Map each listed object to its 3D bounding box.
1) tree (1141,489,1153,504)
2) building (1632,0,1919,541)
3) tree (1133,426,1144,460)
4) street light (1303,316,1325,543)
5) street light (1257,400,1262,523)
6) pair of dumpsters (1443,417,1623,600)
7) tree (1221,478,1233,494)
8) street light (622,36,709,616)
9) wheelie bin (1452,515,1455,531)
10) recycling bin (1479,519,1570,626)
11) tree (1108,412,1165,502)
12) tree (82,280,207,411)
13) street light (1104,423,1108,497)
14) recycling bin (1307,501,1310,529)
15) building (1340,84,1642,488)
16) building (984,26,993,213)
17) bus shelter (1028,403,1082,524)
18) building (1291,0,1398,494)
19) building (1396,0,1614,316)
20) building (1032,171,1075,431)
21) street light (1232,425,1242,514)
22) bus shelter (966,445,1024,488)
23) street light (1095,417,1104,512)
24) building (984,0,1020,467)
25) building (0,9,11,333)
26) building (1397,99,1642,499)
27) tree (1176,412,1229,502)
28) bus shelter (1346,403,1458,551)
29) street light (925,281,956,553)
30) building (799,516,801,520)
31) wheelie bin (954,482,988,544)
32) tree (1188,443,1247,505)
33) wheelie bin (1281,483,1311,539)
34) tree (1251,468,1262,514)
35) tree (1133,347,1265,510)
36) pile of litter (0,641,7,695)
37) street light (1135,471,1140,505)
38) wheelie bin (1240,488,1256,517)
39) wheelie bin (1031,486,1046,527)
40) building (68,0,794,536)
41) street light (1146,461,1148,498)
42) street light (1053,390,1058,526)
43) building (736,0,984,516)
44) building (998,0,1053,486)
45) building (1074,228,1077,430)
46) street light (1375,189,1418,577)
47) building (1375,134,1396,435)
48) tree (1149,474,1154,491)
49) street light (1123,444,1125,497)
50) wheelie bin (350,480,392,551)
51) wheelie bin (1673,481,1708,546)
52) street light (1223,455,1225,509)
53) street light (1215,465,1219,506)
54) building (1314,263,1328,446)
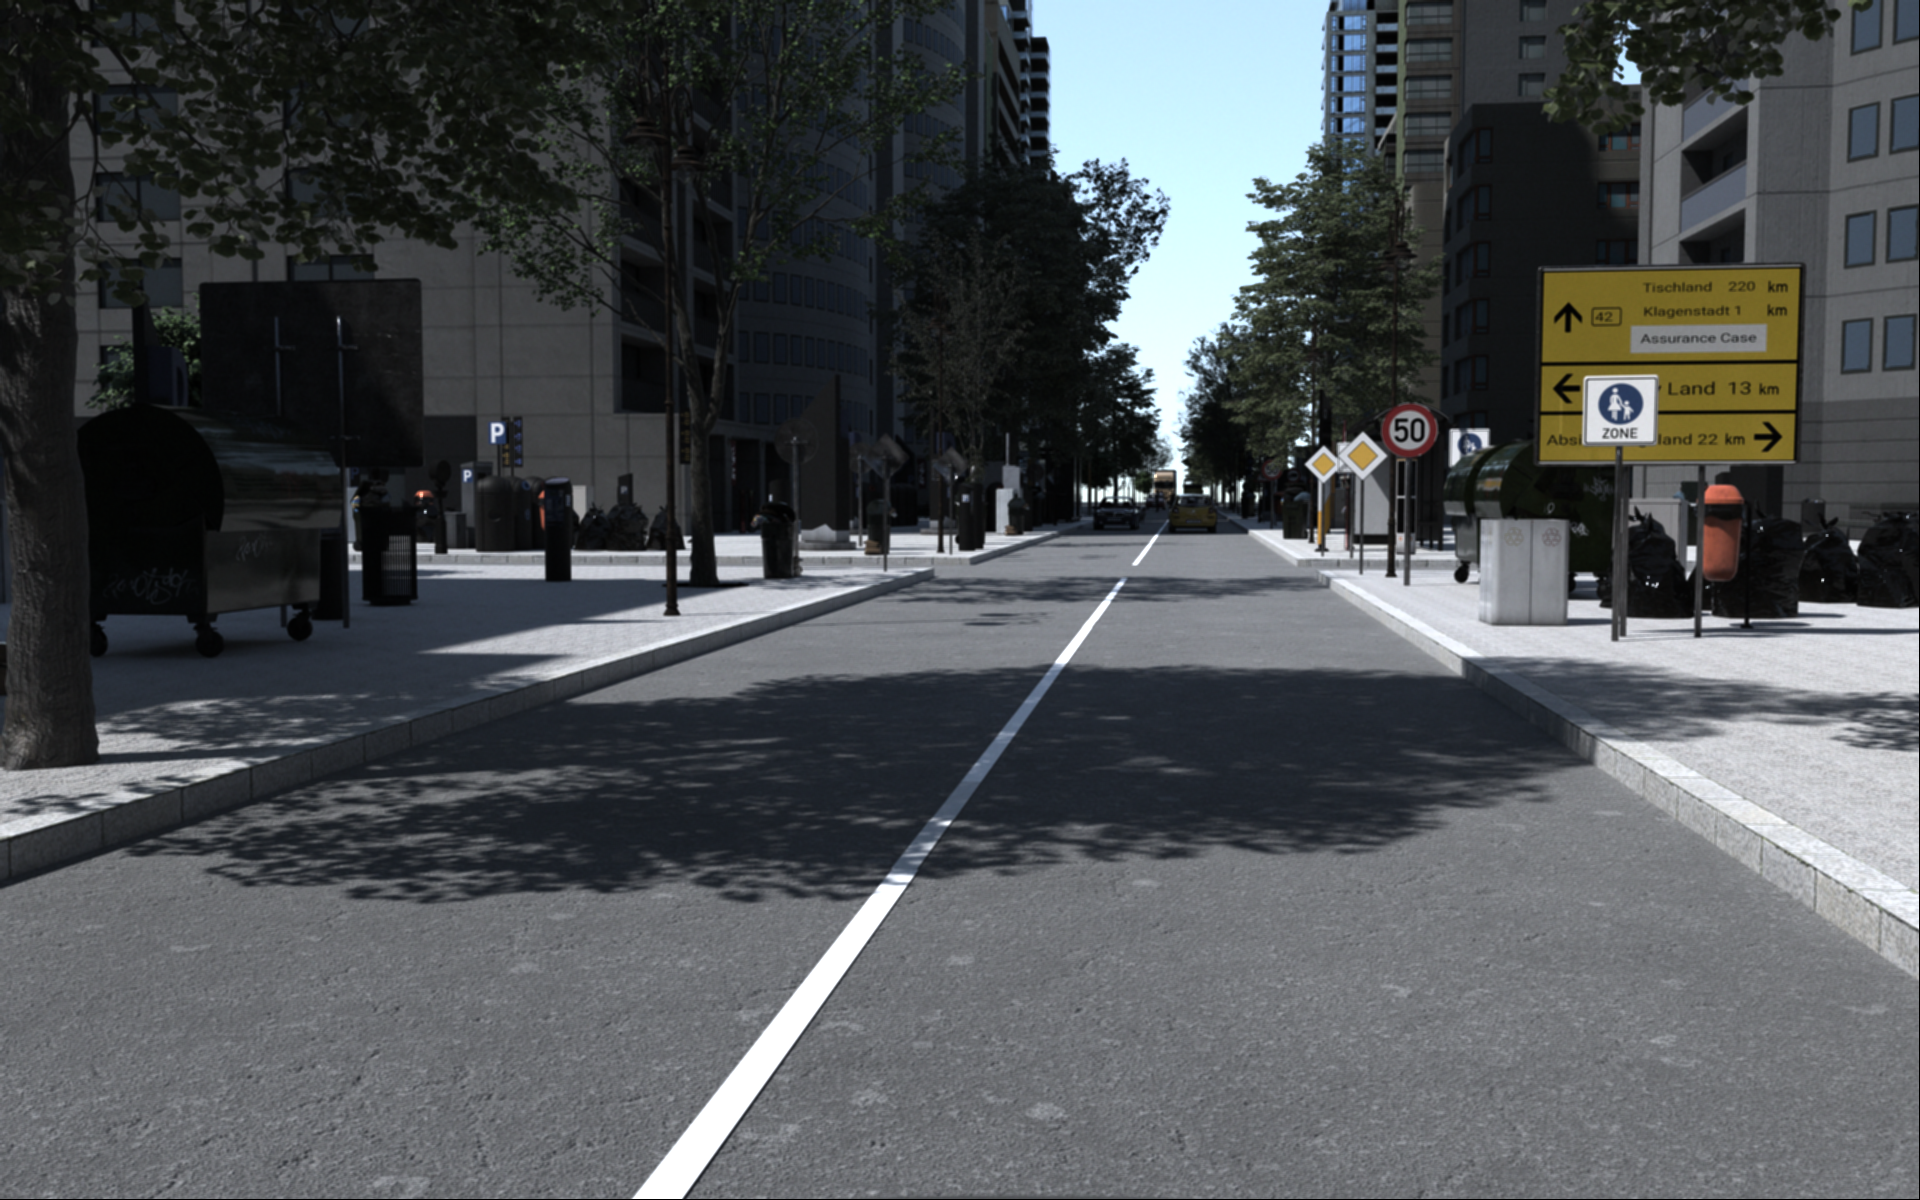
[{"bbox_3d":[25.548,-14.772,236.116,1.663,3.219,1.824,0,3,0],"label":"tree"},{"bbox_3d":[37.580,-31.174,51.692,28.212,58.520,21.231,0,4,7],"label":"building"},{"bbox_3d":[15.949,-13.175,165.779,4.360,8.622,3.978,0,3,0],"label":"tree"},{"bbox_3d":[9.218,-4.431,45.227,0.468,5.910,1.993,0,4,7],"label":"street light"},{"bbox_3d":[13.449,-6.411,77.609,0.468,5.910,1.993,0,4,7],"label":"street light"},{"bbox_3d":[7.511,-1.247,22.881,1.574,2.255,4.437,0,4,7],"label":"pair of dumpsters"},{"bbox_3d":[27.936,-11.351,180.192,1.663,3.219,1.824,0,3,0],"label":"tree"},{"bbox_3d":[-3.046,-2.774,18.139,0.468,5.910,1.993,0,4,7],"label":"street light"},{"bbox_3d":[17.367,-3.176,59.829,0.980,1.594,0.693,1,4,16],"label":"wheelie bin"},{"bbox_3d":[5.580,-0.282,17.158,0.722,1.027,0.722,0,4,6],"label":"recycling bin"},{"bbox_3d":[18.540,-15.495,187.758,7.601,10.594,8.767,-1,4,-10],"label":"tree"},{"bbox_3d":[-11.670,-2.635,26.791,4.285,4.588,4.351,0,3,0],"label":"tree"},{"bbox_3d":[9.417,-8.570,112.909,0.468,5.910,1.993,0,4,7],"label":"street light"},{"bbox_3d":[12.599,-3.154,64.128,0.722,1.027,0.722,2,4,29],"label":"recycling bin"},{"bbox_3d":[51.905,-28.542,158.537,32.217,40.220,23.993,0,4,7],"label":"building"},{"bbox_3d":[-4.964,-28.403,147.983,14.154,41.232,14.086,0,4,7],"label":"building"},{"bbox_3d":[4.396,-6.171,78.536,2.179,5.291,8.768,0,4,7],"label":"bus shelter"},{"bbox_3d":[55.635,-55.764,224.415,22.319,86.520,31.000,0,4,7],"label":"building"},{"bbox_3d":[38.774,-27.092,126.541,14.154,41.232,14.086,0,4,7],"label":"building"},{"bbox_3d":[8.800,-36.341,244.280,14.600,45.320,14.200,0,4,7],"label":"building"},{"bbox_3d":[17.632,-8.364,109.542,0.468,5.910,1.993,0,4,7],"label":"street light"},{"bbox_3d":[1.415,-4.799,72.385,2.014,3.302,5.546,0,4,7],"label":"bus shelter"},{"bbox_3d":[8.075,-7.926,102.378,0.468,5.910,1.993,0,4,7],"label":"street light"},{"bbox_3d":[-5.860,-33.185,166.275,21.300,48.544,21.600,0,4,7],"label":"building"},{"bbox_3d":[-55.071,-23.119,69.879,23.993,40.220,32.217,0,4,7],"label":"building"},{"bbox_3d":[38.252,-14.955,89.557,27.650,21.520,28.899,0,4,7],"label":"building"},{"bbox_3d":[36.728,-21.175,252.872,9.857,13.997,8.962,0,3,0],"label":"tree"},{"bbox_3d":[10.402,-2.900,41.340,2.014,3.302,5.546,0,4,7],"label":"bus shelter"},{"bbox_3d":[-0.422,-3.973,37.747,0.468,5.910,1.993,0,4,7],"label":"street light"},{"bbox_3d":[-15.731,-33.809,94.783,21.231,58.520,28.212,0,4,7],"label":"building"},{"bbox_3d":[0.279,-2.235,44.446,0.980,1.594,0.693,3,4,38],"label":"wheelie bin"},{"bbox_3d":[29.885,-15.943,195.079,8.767,10.594,7.601,-1,4,-12],"label":"tree"},{"bbox_3d":[9.591,-2.540,49.443,0.980,1.594,0.693,2,4,28],"label":"wheelie bin"},{"bbox_3d":[19.249,-7.222,112.689,1.663,3.219,1.824,0,3,0],"label":"tree"},{"bbox_3d":[22.024,-14.105,140.985,12.009,13.543,11.850,0,3,0],"label":"tree"},{"bbox_3d":[-6.491,0.163,11.306,1.176,0.858,1.719,1,4,8],"label":"pile of litter"},{"bbox_3d":[20.297,-13.615,195.394,0.468,5.910,1.993,0,4,7],"label":"street light"},{"bbox_3d":[16.091,-5.434,96.749,0.693,1.594,0.980,-3,5,-42],"label":"wheelie bin"},{"bbox_3d":[2.898,-3.691,68.254,0.980,1.594,0.693,1,4,16],"label":"wheelie bin"},{"bbox_3d":[-17.117,-38.147,61.949,20.563,71.187,20.611,0,4,7],"label":"building"},{"bbox_3d":[24.458,-15.568,227.321,0.468,5.910,1.993,0,4,7],"label":"street light"},{"bbox_3d":[3.887,-5.974,70.455,0.468,5.910,1.993,0,4,7],"label":"street light"},{"bbox_3d":[-10.281,-35.771,126.862,21.231,58.520,28.212,0,4,7],"label":"building"},{"bbox_3d":[1.424,-55.570,221.239,22.319,86.520,31.000,0,4,7],"label":"building"},{"bbox_3d":[10.116,-35.179,258.770,14.154,41.232,14.086,0,4,7],"label":"building"},{"bbox_3d":[6.669,-3.292,26.612,0.468,5.910,1.993,0,4,7],"label":"street light"},{"bbox_3d":[40.885,-22.587,141.001,14.160,30.474,14.107,0,4,7],"label":"building"},{"bbox_3d":[22.848,-14.233,216.425,4.285,4.588,4.351,0,3,0],"label":"tree"},{"bbox_3d":[13.735,-10.530,144.950,0.468,5.910,1.993,0,4,7],"label":"street light"},{"bbox_3d":[-13.192,-1.898,38.933,0.693,1.594,0.980,1,4,21],"label":"wheelie bin"},{"bbox_3d":[18.224,-2.153,43.114,0.980,1.594,0.693,0,4,1],"label":"wheelie bin"},{"bbox_3d":[23.400,-11.029,153.111,0.468,5.910,1.993,0,4,7],"label":"street light"},{"bbox_3d":[27.615,-12.981,185.030,0.468,5.910,1.993,0,4,7],"label":"street light"},{"bbox_3d":[64.638,-34.278,252.328,32.217,40.220,23.993,0,4,7],"label":"building"}]
